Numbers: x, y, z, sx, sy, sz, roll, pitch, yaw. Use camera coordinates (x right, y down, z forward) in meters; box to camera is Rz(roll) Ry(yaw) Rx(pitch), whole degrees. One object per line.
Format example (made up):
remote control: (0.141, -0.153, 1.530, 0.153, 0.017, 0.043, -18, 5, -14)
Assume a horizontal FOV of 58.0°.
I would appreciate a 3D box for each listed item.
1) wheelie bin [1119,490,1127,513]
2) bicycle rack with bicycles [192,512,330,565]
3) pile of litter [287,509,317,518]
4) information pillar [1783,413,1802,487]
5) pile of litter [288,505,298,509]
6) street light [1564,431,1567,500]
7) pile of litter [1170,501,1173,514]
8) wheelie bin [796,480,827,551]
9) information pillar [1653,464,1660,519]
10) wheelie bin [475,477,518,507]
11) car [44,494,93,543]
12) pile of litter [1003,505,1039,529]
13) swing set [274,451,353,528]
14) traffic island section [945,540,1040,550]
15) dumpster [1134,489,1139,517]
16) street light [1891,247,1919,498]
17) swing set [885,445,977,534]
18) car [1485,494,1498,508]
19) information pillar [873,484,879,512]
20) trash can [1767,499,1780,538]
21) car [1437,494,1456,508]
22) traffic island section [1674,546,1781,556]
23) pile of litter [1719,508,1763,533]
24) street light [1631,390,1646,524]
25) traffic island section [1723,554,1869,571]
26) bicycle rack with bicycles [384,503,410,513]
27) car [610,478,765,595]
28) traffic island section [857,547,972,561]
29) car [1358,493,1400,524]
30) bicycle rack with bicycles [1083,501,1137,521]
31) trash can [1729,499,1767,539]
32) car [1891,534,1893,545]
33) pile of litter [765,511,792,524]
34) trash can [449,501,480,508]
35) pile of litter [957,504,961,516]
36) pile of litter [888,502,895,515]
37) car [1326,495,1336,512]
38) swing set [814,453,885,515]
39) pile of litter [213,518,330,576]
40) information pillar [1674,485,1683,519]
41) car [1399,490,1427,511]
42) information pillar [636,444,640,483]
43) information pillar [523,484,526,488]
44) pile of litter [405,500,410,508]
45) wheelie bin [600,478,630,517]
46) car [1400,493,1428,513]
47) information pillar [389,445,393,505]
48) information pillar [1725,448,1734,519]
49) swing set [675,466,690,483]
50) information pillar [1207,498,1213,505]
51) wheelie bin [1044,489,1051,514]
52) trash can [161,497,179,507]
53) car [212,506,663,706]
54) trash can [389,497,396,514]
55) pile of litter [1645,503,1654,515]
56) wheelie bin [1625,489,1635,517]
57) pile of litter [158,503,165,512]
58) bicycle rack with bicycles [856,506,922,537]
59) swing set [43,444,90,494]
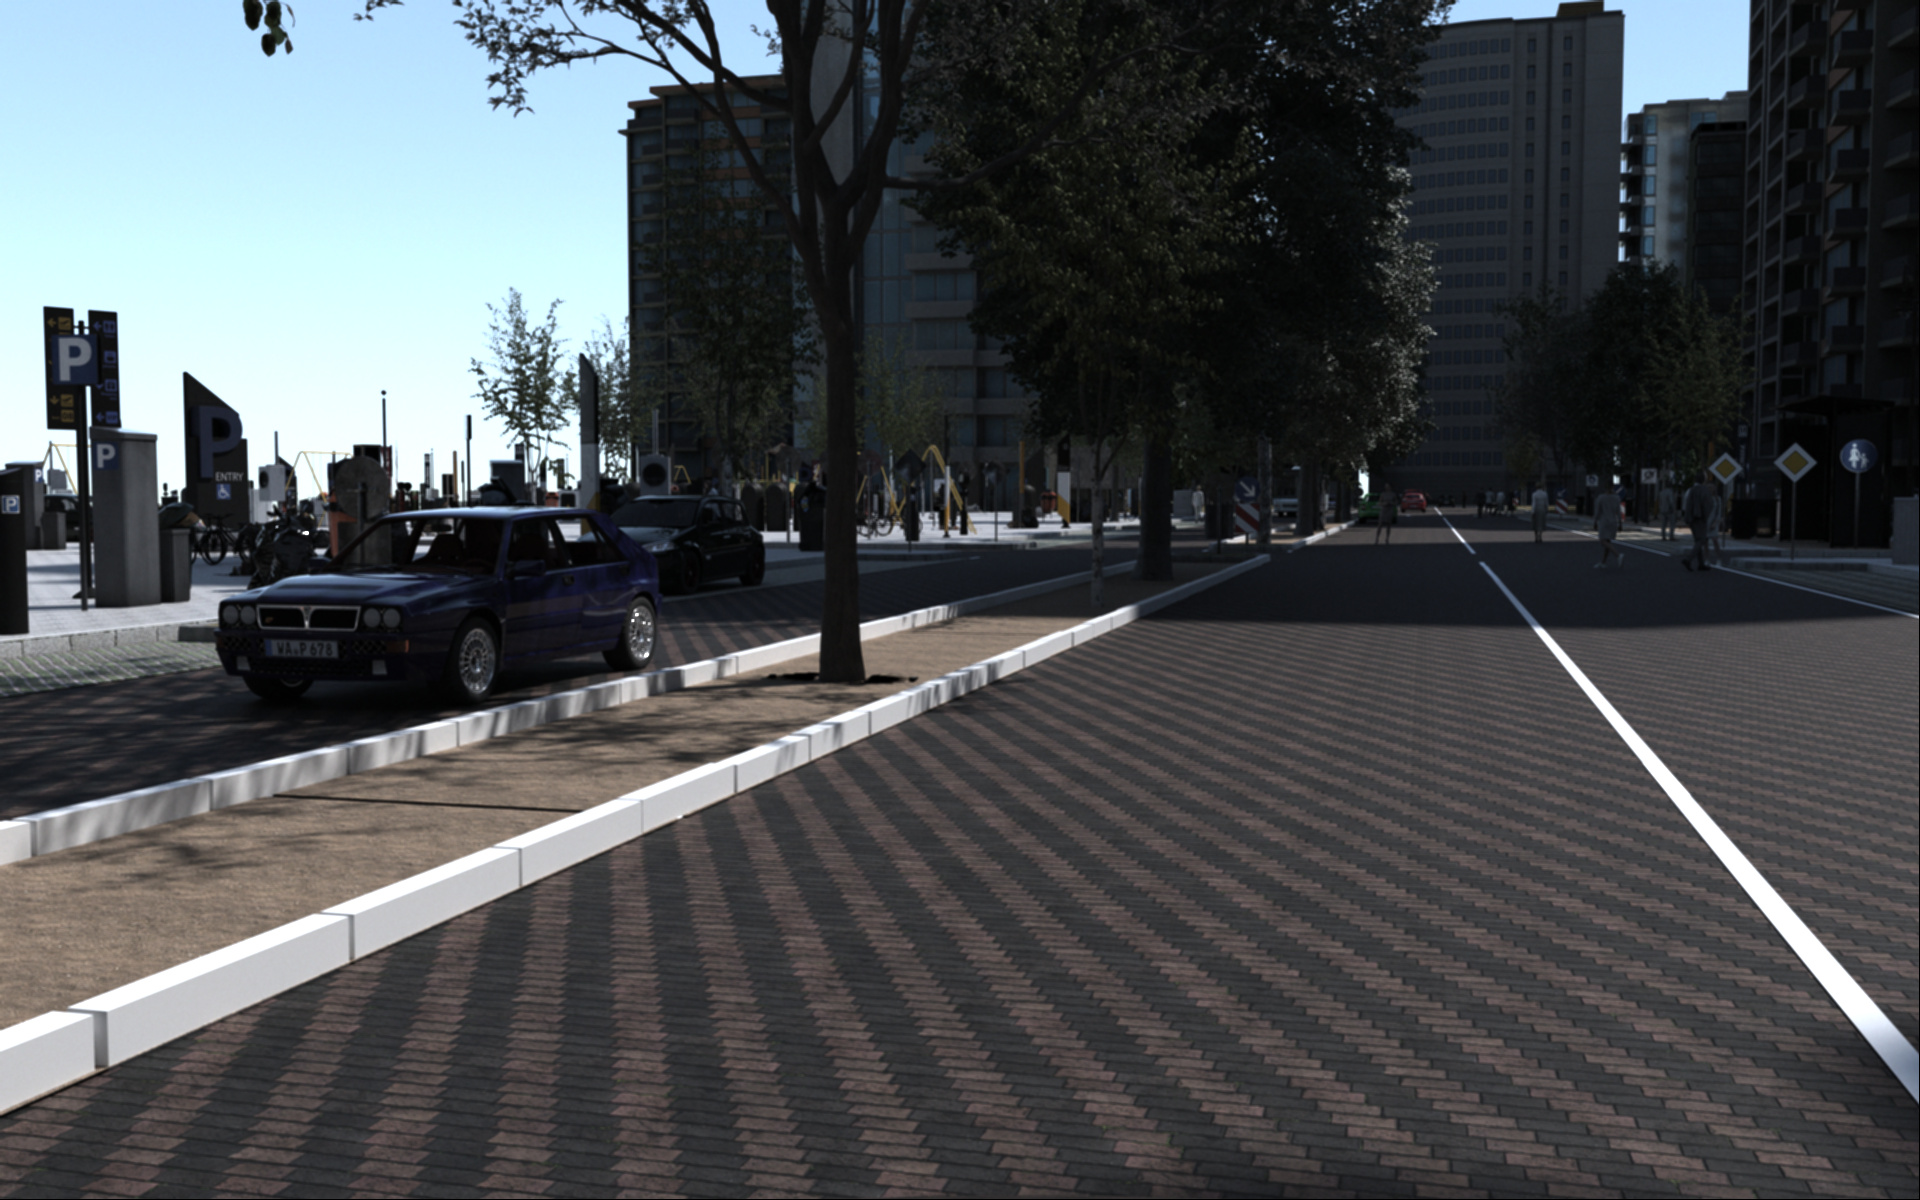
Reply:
wheelie bin: (11.110, -6.828, 119.543, 0.693, 1.594, 0.980, 1, 4, 17)
bicycle rack with bicycles: (-12.999, -1.110, 31.536, 2.852, 0.926, 2.925, 2, 4, 24)
pile of litter: (-15.443, -1.656, 41.041, 1.719, 0.858, 1.176, 0, 4, 5)
information pillar: (23.310, -3.498, 48.549, 0.504, 3.616, 0.183, 1, 4, 19)
pile of litter: (-26.598, -3.327, 68.354, 1.176, 0.858, 1.719, -1, 4, -10)
street light: (39.511, -8.571, 112.927, 0.468, 5.910, 1.993, 1, 4, 15)
pile of litter: (13.612, -5.991, 111.913, 1.719, 0.858, 1.176, 2, 4, 32)
wheelie bin: (-3.292, -1.903, 39.017, 0.693, 1.594, 0.980, 0, 4, 5)
information pillar: (35.741, -5.960, 88.796, 0.183, 3.616, 0.504, 3, 4, 36)
wheelie bin: (-8.421, -1.445, 31.527, 0.693, 1.594, 0.980, -2, 4, -30)
car: (-23.936, -2.285, 47.147, 4.222, 1.686, 2.009, 1, 4, 15)
pile of litter: (2.269, -3.120, 64.985, 1.719, 0.858, 1.176, -3, 4, -39)
swing set: (-23.564, -4.075, 64.250, 2.862, 2.851, 3.119, 1, 4, 15)
traffic island section: (0.936, -1.445, 45.910, 2.009, 0.180, 2.903, 1, 4, 15)
dumpster: (10.462, -5.592, 97.183, 1.264, 1.857, 1.865, 1, 4, 15)
street light: (17.930, -3.660, 32.621, 0.468, 5.910, 1.993, 1, 4, 15)
swing set: (-0.935, -3.626, 56.900, 2.862, 2.851, 3.119, 0, 4, -2)
car: (52.266, -9.757, 169.314, 2.009, 1.686, 4.222, 1, 4, 17)
information pillar: (-6.007, -7.308, 123.971, 0.304, 2.012, 0.304, -3, 5, -43)
trash can: (23.581, -2.389, 50.718, 0.748, 1.137, 0.748, 0, 3, 0)
car: (51.829, -10.683, 184.452, 2.009, 1.686, 4.222, 1, 4, 15)
traffic island section: (18.220, -1.163, 41.297, 2.009, 0.180, 2.903, 1, 4, 15)
pile of litter: (25.845, -2.649, 57.283, 1.719, 0.858, 1.176, -1, 4, -12)
street light: (29.434, -6.265, 75.214, 0.468, 5.910, 1.993, 1, 4, 15)
traffic island section: (16.156, -0.691, 33.582, 2.009, 0.180, 2.903, 1, 4, 15)
bicycle rack with bicycles: (-30.821, -4.841, 92.530, 2.925, 0.926, 2.852, -1, 4, -21)
car: (-4.292, -0.977, 25.764, 2.009, 1.686, 4.222, 1, 4, 15)
traffic island section: (-1.128, -0.973, 38.195, 2.009, 0.180, 2.903, 1, 4, 15)
car: (20.371, -4.618, 84.295, 1.959, 1.807, 4.718, 1, 4, 15)
bicycle rack with bicycles: (6.636, -4.255, 82.950, 2.925, 0.926, 2.852, 3, 5, 44)
trash can: (22.207, -2.292, 49.123, 0.748, 1.137, 0.748, 0, 3, 0)
car: (22.087, -1.672, 36.132, 4.718, 1.807, 1.959, 1, 4, 13)
pile of litter: (-7.959, -3.666, 73.911, 1.719, 0.858, 1.176, -1, 4, -13)
trash can: (-10.138, -1.473, 35.730, 0.748, 1.137, 0.748, 0, 3, 0)
pile of litter: (-0.084, -5.518, 104.183, 1.176, 0.858, 1.719, 3, 4, 36)
pile of litter: (-3.948, -5.519, 104.194, 1.176, 0.858, 1.719, -3, 5, -43)
car: (29.082, -7.471, 134.729, 1.945, 1.354, 3.894, 1, 4, 16)
swing set: (-4.042, -4.143, 65.357, 2.862, 2.851, 3.119, 3, 4, 38)
pile of litter: (-10.967, -0.825, 27.458, 1.719, 0.858, 1.176, 2, 4, 25)
information pillar: (36.552, -5.117, 88.160, 0.304, 2.012, 0.304, 0, 4, -1)
car: (38.716, -8.521, 147.991, 2.281, 1.827, 5.304, 1, 4, 13)
information pillar: (-15.158, -5.523, 81.648, 0.183, 3.616, 0.504, -1, 4, -22)
information pillar: (-32.707, -7.691, 130.234, 0.304, 2.012, 0.304, 3, 4, 36)
pile of litter: (-41.126, -6.987, 128.207, 1.719, 0.858, 1.176, -3, 5, -42)
wheelie bin: (-6.924, -1.604, 34.129, 0.693, 1.594, 0.980, 2, 4, 33)
car: (35.039, -7.624, 133.687, 2.155, 1.783, 4.494, 1, 4, 15)
information pillar: (-26.918, -5.539, 81.923, 0.183, 3.616, 0.504, 0, 4, -6)
information pillar: (39.283, -5.930, 88.311, 0.183, 3.616, 0.504, 0, 4, -2)
swing set: (-16.276, -6.101, 97.365, 2.862, 2.851, 3.119, -3, 4, -39)
information pillar: (16.192, -6.584, 112.147, 0.304, 2.012, 0.304, 2, 4, 28)
wheelie bin: (5.506, -6.323, 111.282, 0.980, 1.594, 0.693, 1, 4, 20)
trash can: (-42.794, -5.010, 93.573, 0.748, 1.137, 0.748, 0, 3, 0)
car: (-3.763, -0.032, 13.111, 1.945, 1.354, 3.894, 1, 4, 16)
trash can: (-23.551, -3.718, 72.447, 0.748, 1.137, 0.748, 0, 3, 0)
pile of litter: (42.523, -5.698, 107.132, 1.176, 0.858, 1.719, 3, 4, 37)
wheelie bin: (37.992, -5.554, 98.718, 0.980, 1.594, 0.693, 1, 4, 13)
pile of litter: (-37.115, -4.093, 80.880, 1.176, 0.858, 1.719, -3, 5, -42)
bicycle rack with bicycles: (-2.958, -2.413, 52.832, 2.925, 0.926, 2.852, 2, 4, 28)
swing set: (-27.851, -3.536, 55.434, 2.862, 2.851, 3.119, 1, 4, 13)
